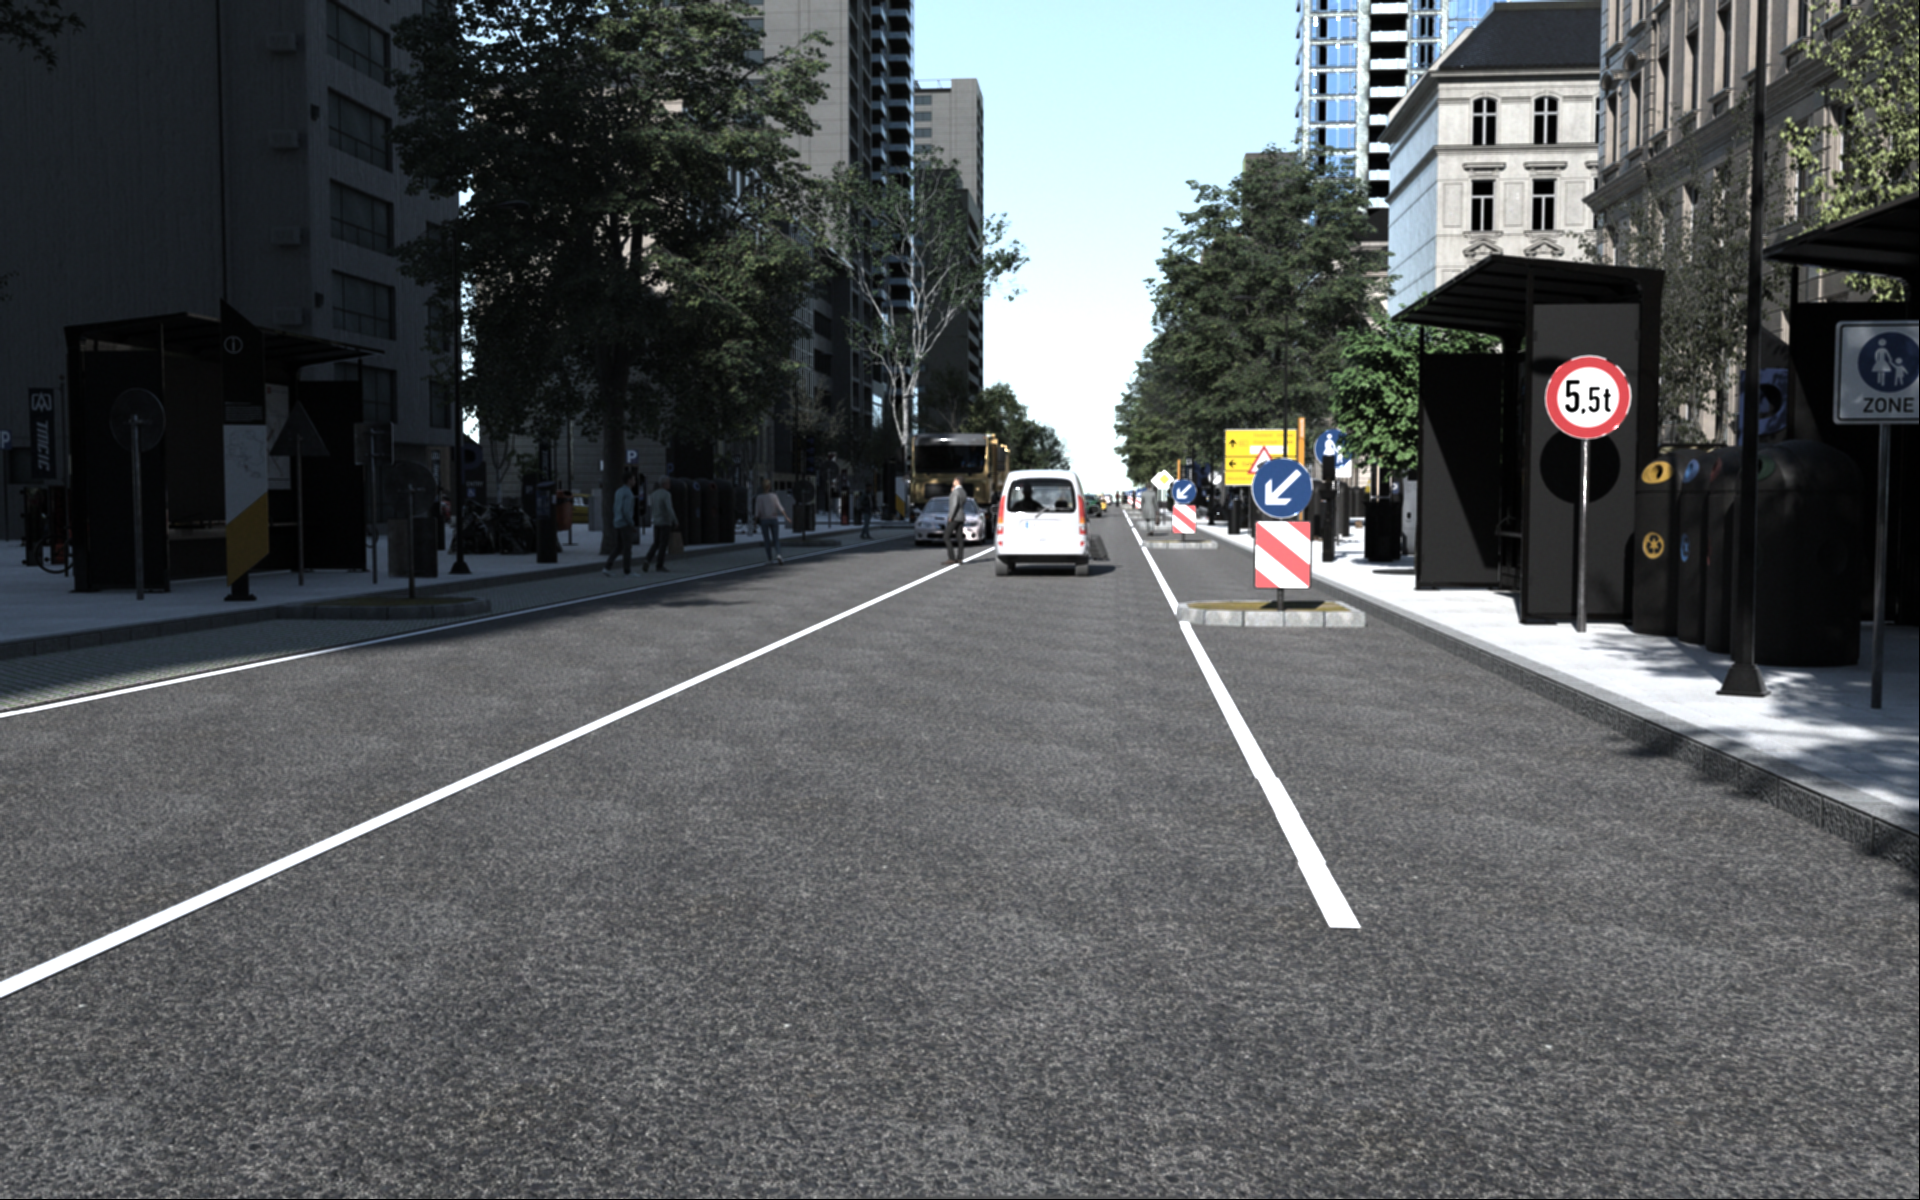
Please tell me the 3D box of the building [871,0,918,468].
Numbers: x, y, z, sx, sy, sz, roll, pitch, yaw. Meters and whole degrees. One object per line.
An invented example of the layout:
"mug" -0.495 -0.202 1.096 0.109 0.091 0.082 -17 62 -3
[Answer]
"building" -15.589 -53.767 191.758 22.319 86.520 31.000 0 4 5

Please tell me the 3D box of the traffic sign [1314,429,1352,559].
"traffic sign" 7.333 -2.073 34.006 0.768 2.556 0.104 1 4 9

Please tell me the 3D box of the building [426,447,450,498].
"building" -41.156 -17.210 99.412 19.932 24.808 12.078 0 4 5

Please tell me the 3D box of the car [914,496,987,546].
"car" -0.242 -2.265 49.392 2.083 1.381 4.827 0 4 3

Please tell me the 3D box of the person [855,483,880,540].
"person" -2.896 -2.767 54.095 0.721 1.781 0.623 1 4 8

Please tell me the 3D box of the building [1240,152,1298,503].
"building" 40.898 -32.166 209.506 14.154 41.232 14.086 0 4 5

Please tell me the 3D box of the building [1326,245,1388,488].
"building" 31.703 -15.768 122.426 10.561 19.102 19.286 0 4 5

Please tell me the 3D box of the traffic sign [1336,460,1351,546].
"traffic sign" 9.363 -2.492 42.868 0.606 2.300 0.079 1 4 14

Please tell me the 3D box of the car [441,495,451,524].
"car" -24.772 -4.195 77.635 4.494 1.783 2.155 0 4 6

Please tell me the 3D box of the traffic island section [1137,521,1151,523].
"traffic island section" 9.112 -3.473 79.059 2.009 0.180 2.903 0 4 5

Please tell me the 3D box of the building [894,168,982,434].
"building" -8.506 -38.980 261.029 21.300 48.544 21.600 0 4 5

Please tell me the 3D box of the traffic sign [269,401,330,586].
"traffic sign" -9.238 -1.481 24.214 0.884 2.594 0.081 0 4 6

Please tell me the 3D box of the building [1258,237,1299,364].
"building" 40.304 -25.909 195.319 14.160 30.474 14.107 0 4 5

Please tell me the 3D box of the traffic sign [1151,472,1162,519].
"traffic sign" 9.088 -4.608 78.984 0.795 2.450 0.064 0 4 5

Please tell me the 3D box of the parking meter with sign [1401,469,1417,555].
"parking meter with sign" 9.669 -2.453 36.364 1.738 3.016 0.543 2 4 31

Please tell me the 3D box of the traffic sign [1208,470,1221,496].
"traffic sign" 13.747 -5.704 93.359 0.768 2.556 0.104 1 4 14

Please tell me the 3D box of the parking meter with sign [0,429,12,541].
"parking meter with sign" -26.662 -3.100 46.948 1.738 3.016 0.543 0 4 5

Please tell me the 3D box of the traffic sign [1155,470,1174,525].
"traffic sign" 8.376 -4.122 71.031 0.795 2.450 0.064 0 4 5

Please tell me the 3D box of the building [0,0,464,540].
"building" -23.935 -17.272 54.093 14.107 30.474 14.160 0 4 5

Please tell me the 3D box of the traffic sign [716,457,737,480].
"traffic sign" -8.100 -3.656 59.878 0.768 2.556 0.104 1 4 9

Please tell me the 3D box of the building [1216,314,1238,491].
"building" 45.497 -29.834 259.489 14.160 30.474 14.107 0 4 5

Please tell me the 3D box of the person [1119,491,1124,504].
"person" 23.039 -14.503 245.621 0.705 1.824 1.348 3 5 43

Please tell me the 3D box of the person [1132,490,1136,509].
"person" 17.123 -9.884 170.234 0.705 1.807 1.348 -1 4 -12

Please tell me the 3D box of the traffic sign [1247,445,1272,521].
"traffic sign" 8.094 -2.824 46.181 0.884 2.594 0.081 0 4 7

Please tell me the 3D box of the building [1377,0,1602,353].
"building" 46.209 -19.412 93.796 44.131 29.872 17.030 0 4 5

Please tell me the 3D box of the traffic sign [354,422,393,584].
"traffic sign" -8.364 -1.381 24.704 0.606 2.300 0.079 1 4 14

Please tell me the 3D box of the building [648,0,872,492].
"building" -17.014 -44.497 165.777 20.563 71.187 20.611 0 4 5

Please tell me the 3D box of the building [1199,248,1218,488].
"building" 49.092 -39.940 303.133 14.600 45.320 14.200 0 4 5

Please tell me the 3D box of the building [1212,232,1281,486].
"building" 51.943 -38.316 281.098 22.147 44.769 28.867 0 4 5

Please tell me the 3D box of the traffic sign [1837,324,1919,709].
"traffic sign" 5.487 -0.500 10.302 0.606 2.300 0.079 0 4 7

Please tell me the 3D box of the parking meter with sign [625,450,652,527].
"parking meter with sign" -12.471 -4.349 67.367 0.543 3.016 1.738 -2 4 -31

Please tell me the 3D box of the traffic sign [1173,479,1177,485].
"traffic sign" 18.662 -9.106 148.981 0.768 2.556 0.104 1 4 14

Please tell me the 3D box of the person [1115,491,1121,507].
"person" 17.923 -11.503 196.544 0.705 1.831 1.348 -1 4 -22

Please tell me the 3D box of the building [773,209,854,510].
"building" -17.243 -19.116 131.611 14.314 24.678 30.058 0 4 5

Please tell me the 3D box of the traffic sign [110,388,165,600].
"traffic sign" -9.943 -1.274 20.930 0.768 2.556 0.104 1 4 14

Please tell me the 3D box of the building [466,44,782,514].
"building" -19.096 -18.764 104.056 12.463 27.353 25.104 0 4 5

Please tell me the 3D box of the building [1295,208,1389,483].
"building" 33.450 -19.138 141.792 11.050 23.489 19.941 0 4 5

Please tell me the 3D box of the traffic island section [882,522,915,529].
"traffic island section" -2.099 -3.044 72.046 2.009 0.180 2.903 0 4 5

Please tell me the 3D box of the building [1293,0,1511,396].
"building" 41.859 -52.489 170.868 22.319 86.520 31.000 0 4 5

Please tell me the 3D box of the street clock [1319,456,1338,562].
"street clock" 6.946 -1.720 32.689 0.358 2.002 0.471 1 4 13

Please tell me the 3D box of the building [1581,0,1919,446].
"building" 25.758 -15.162 45.169 12.463 27.353 25.104 0 4 5

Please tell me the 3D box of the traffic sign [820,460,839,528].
"traffic sign" -4.918 -3.983 65.220 0.768 2.556 0.104 1 4 12

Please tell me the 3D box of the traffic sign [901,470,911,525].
"traffic sign" -2.075 -4.180 71.983 0.795 2.450 0.064 0 4 5

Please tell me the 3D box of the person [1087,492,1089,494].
"person" 17.188 -13.554 230.628 0.721 1.766 1.217 -1 4 -20

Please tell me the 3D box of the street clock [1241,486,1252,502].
"street clock" 15.682 -5.555 95.390 0.358 2.002 0.471 3 5 39

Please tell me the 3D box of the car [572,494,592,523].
"car" -16.679 -4.116 77.512 3.980 1.641 2.015 0 4 7

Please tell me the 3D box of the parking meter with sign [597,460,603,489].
"parking meter with sign" -17.695 -5.641 88.486 1.738 3.016 0.543 3 5 41

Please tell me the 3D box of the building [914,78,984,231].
"building" -4.211 -52.911 303.348 20.563 71.187 20.611 0 4 5

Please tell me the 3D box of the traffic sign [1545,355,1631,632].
"traffic sign" 5.775 -0.973 16.013 0.768 2.556 0.104 0 4 6

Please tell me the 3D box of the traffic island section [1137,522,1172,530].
"traffic island section" 8.400 -2.986 71.106 2.009 0.180 2.903 0 4 5

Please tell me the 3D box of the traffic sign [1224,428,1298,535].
"traffic sign" 9.351 -3.673 53.931 2.265 3.308 0.079 0 4 7
